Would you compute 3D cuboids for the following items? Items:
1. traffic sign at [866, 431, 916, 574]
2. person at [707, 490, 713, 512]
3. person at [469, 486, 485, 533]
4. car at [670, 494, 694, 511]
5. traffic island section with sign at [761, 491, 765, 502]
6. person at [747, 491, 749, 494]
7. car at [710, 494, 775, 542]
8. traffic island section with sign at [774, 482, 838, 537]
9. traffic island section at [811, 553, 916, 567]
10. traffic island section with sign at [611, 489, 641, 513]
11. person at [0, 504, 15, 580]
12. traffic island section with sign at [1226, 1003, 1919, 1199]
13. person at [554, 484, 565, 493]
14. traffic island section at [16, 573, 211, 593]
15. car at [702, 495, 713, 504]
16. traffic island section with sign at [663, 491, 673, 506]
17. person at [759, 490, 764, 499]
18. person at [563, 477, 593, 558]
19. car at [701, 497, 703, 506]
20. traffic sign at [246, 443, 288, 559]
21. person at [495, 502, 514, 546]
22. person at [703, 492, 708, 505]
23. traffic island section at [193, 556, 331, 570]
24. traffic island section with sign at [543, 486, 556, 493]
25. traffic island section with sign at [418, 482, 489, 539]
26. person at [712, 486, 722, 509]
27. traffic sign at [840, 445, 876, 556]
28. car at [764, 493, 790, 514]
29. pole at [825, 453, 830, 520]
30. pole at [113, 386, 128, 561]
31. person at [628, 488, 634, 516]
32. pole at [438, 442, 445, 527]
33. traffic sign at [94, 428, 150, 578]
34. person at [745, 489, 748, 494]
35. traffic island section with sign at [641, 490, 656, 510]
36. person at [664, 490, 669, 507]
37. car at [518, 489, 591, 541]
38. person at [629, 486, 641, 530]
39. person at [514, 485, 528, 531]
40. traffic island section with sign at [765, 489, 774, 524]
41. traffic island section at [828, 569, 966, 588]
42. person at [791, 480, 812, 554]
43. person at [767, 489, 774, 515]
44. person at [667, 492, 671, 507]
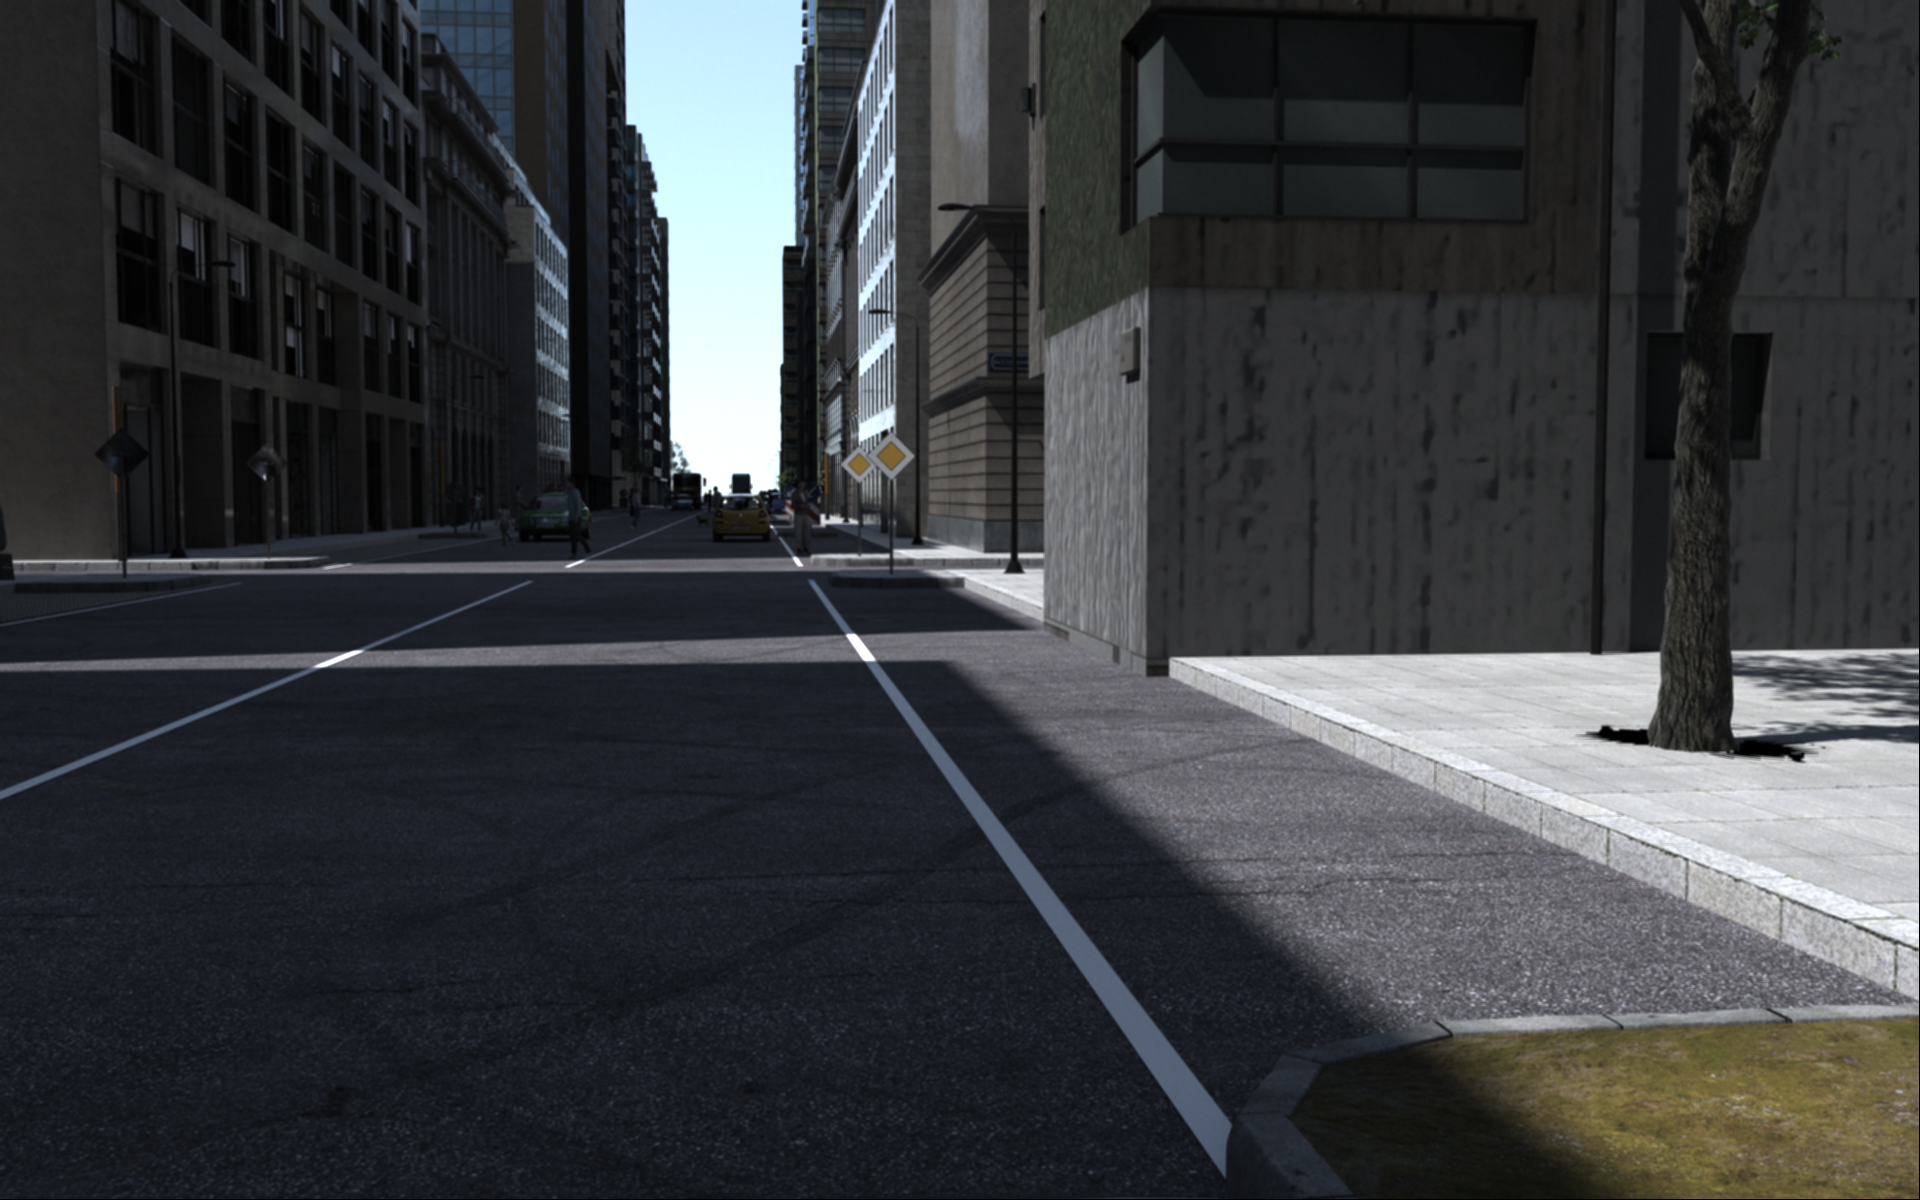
[{"bbox_3d":[-1.101,-1.471,27.699,0.795,2.450,0.064,0,4,-7],"label":"traffic sign"},{"bbox_3d":[-20.486,-8.165,142.128,0.705,1.807,1.348,1,4,13],"label":"person"},{"bbox_3d":[-17.641,-3.298,63.261,0.563,1.720,0.643,-2,4,-27],"label":"person"},{"bbox_3d":[-23.788,-8.328,148.158,2.014,1.417,4.499,-1,4,-9],"label":"car"},{"bbox_3d":[-14.501,-7.713,134.735,1.989,1.847,2.006,0,4,-7],"label":"traffic island section with sign"},{"bbox_3d":[-22.192,-10.494,180.809,0.721,1.736,1.217,2,4,35],"label":"person"},{"bbox_3d":[-6.694,-2.631,53.243,2.015,1.641,3.980,0,4,-6],"label":"car"},{"bbox_3d":[-5.166,-3.044,58.396,1.989,1.847,2.006,0,4,-7],"label":"traffic island section with sign"},{"bbox_3d":[-2.048,-0.821,35.705,2.009,0.180,2.903,0,4,-7],"label":"traffic island section"},{"bbox_3d":[-25.822,-7.623,133.260,1.989,1.847,2.006,0,4,-7],"label":"traffic island section with sign"},{"bbox_3d":[-10.495,-0.607,18.611,0.709,1.800,0.728,-1,4,-11],"label":"person"},{"bbox_3d":[1.587,0.331,3.216,1.989,1.847,2.006,0,4,-7],"label":"traffic island section with sign"},{"bbox_3d":[-16.692,-3.916,72.394,0.638,1.841,0.748,0,4,4],"label":"person"},{"bbox_3d":[-12.734,-0.250,26.363,2.009,0.180,2.903,0,4,-7],"label":"traffic island section"},{"bbox_3d":[-35.552,-14.288,245.972,2.083,1.381,4.827,0,4,-5],"label":"car"},{"bbox_3d":[-35.789,-12.604,214.701,1.989,1.847,2.006,0,4,-7],"label":"traffic island section with sign"},{"bbox_3d":[-21.357,-10.882,186.285,0.599,1.838,0.709,2,4,27],"label":"person"},{"bbox_3d":[-8.562,-1.852,38.792,0.620,1.820,0.660,-2,4,-32],"label":"person"},{"bbox_3d":[-32.180,-12.116,209.896,2.131,1.459,4.920,0,4,-7],"label":"car"},{"bbox_3d":[-13.681,-1.871,34.231,0.795,2.450,0.064,0,4,-7],"label":"traffic sign"},{"bbox_3d":[-12.635,-2.110,48.008,0.382,1.210,0.505,3,5,40],"label":"person"},{"bbox_3d":[-33.488,-13.400,228.147,0.990,1.755,0.434,2,4,28],"label":"person"},{"bbox_3d":[-13.704,-0.734,34.289,2.009,0.180,2.903,0,4,-7],"label":"traffic island section"},{"bbox_3d":[-19.732,-4.577,83.464,1.989,1.847,2.006,0,4,-7],"label":"traffic island section with sign"},{"bbox_3d":[-16.392,-2.908,56.174,1.989,1.847,2.006,0,4,-7],"label":"traffic island section with sign"},{"bbox_3d":[-11.639,-4.548,82.958,0.391,1.810,0.635,1,4,17],"label":"person"},{"bbox_3d":[-2.071,-1.956,35.625,0.795,2.450,0.064,0,4,-7],"label":"traffic sign"},{"bbox_3d":[-13.173,-7.081,125.368,1.945,1.707,3.694,0,4,-8],"label":"car"},{"bbox_3d":[-6.619,-5.658,86.359,0.158,3.312,0.155,0,3,0],"label":"pole"},{"bbox_3d":[-15.984,-2.392,32.958,0.158,3.312,0.155,0,3,0],"label":"pole"},{"bbox_3d":[-21.092,-6.308,111.573,0.705,1.831,1.348,1,4,15],"label":"person"},{"bbox_3d":[-20.129,-4.489,67.245,0.158,3.312,0.155,0,3,0],"label":"pole"},{"bbox_3d":[-12.711,-1.386,26.304,0.795,2.450,0.064,0,4,-7],"label":"traffic sign"},{"bbox_3d":[-16.506,-7.645,133.455,0.705,1.831,1.348,-2,4,-27],"label":"person"},{"bbox_3d":[-29.146,-9.280,160.362,1.989,1.847,2.006,0,4,-7],"label":"traffic island section with sign"},{"bbox_3d":[-31.113,-10.732,183.832,0.599,1.838,0.709,0,4,5],"label":"person"},{"bbox_3d":[-12.593,-2.760,53.919,1.959,1.807,4.718,0,4,-5],"label":"car"},{"bbox_3d":[-12.838,-3.626,68.463,0.731,1.740,0.598,3,4,39],"label":"person"},{"bbox_3d":[-17.009,-3.575,67.147,0.583,1.804,0.606,-1,4,-18],"label":"person"},{"bbox_3d":[-8.437,-4.680,85.153,1.989,1.847,2.006,0,4,-7],"label":"traffic island section with sign"},{"bbox_3d":[-1.078,-0.336,27.779,2.009,0.180,2.903,0,4,-7],"label":"traffic island section"},{"bbox_3d":[-3.757,-1.966,41.197,0.519,1.759,0.362,-3,5,-43],"label":"person"},{"bbox_3d":[-12.672,-6.571,116.465,0.721,1.766,1.217,-1,4,-14],"label":"person"},{"bbox_3d":[-33.167,-11.481,197.006,0.721,1.735,1.217,-3,4,-36],"label":"person"}]
